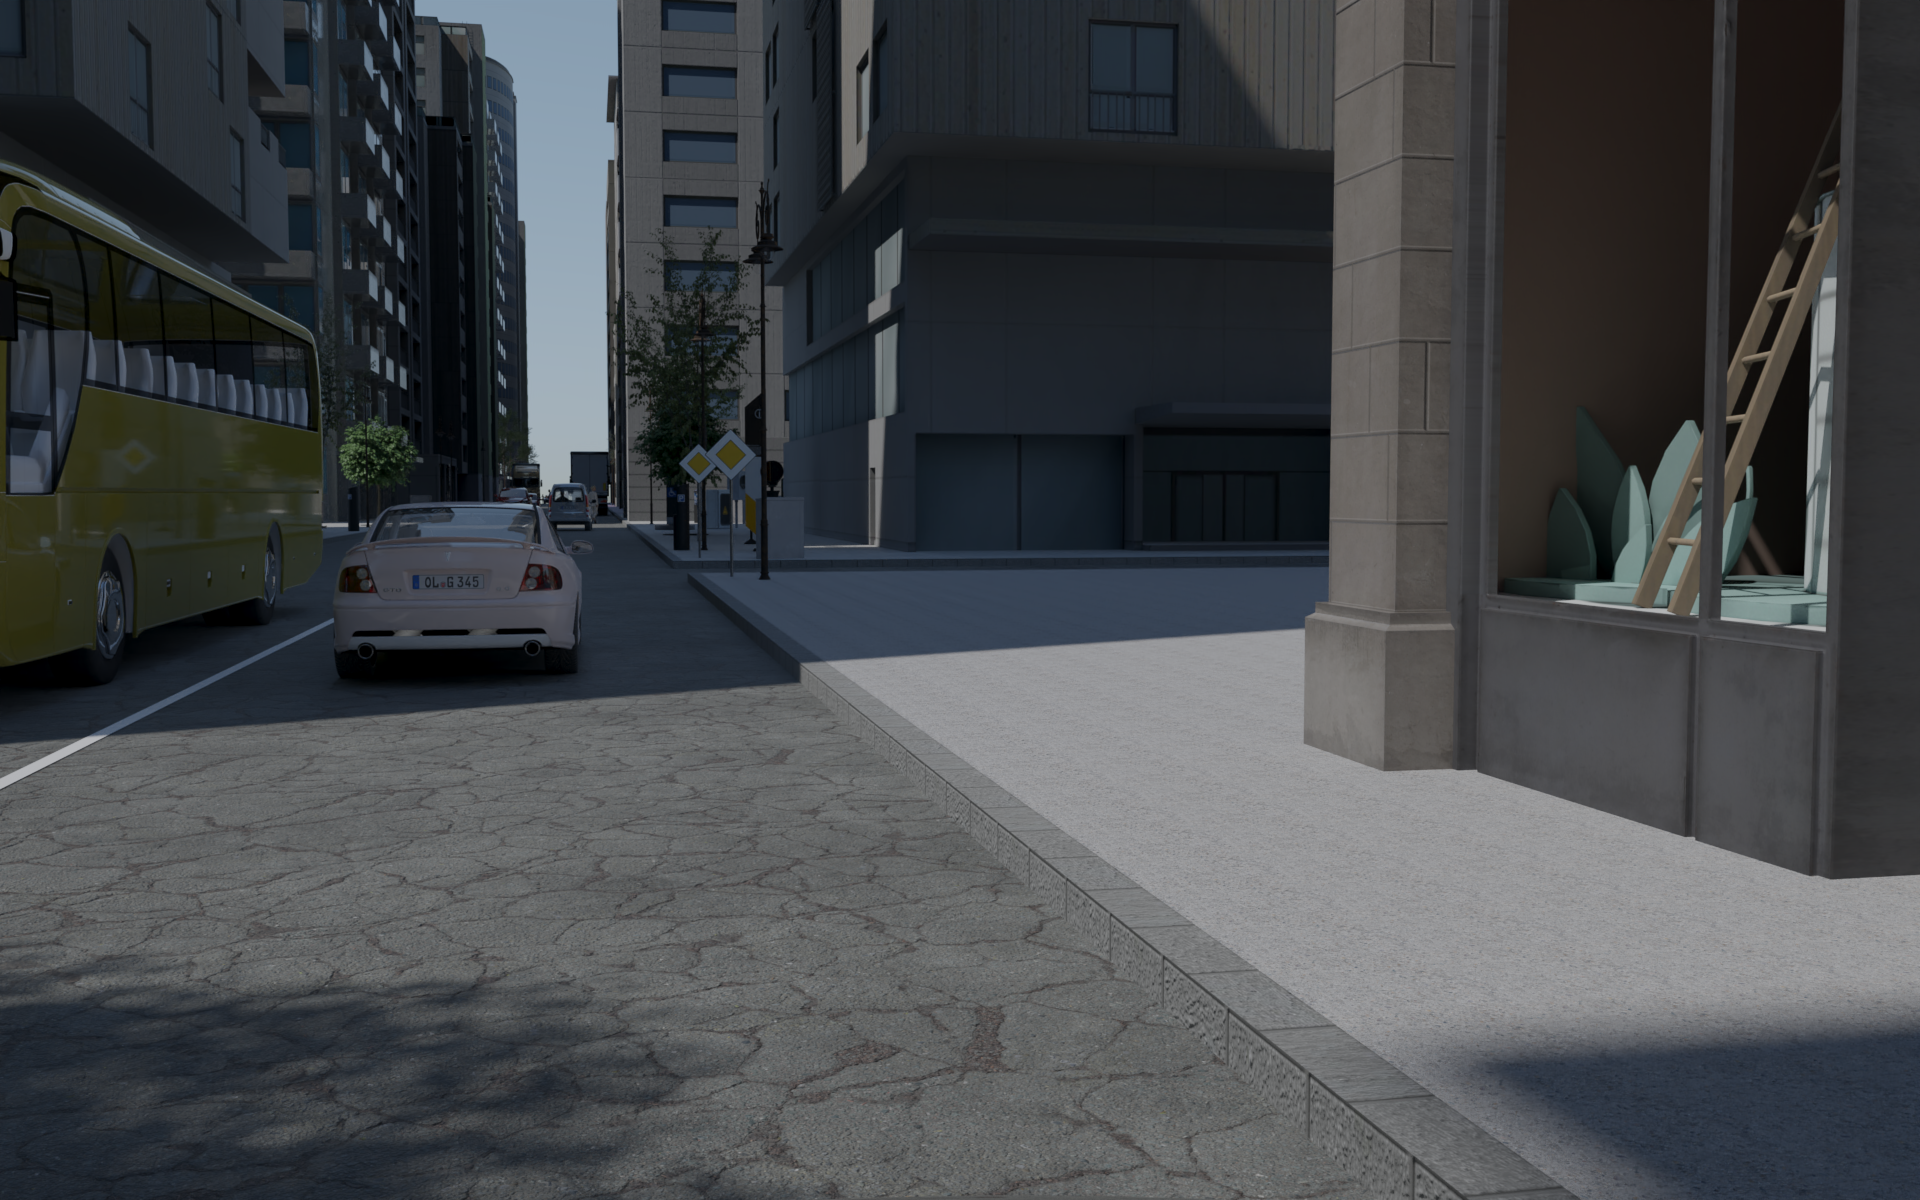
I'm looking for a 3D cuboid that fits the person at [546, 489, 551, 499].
[{"bbox_3d":[-35.799,-8.705,150.690,0.599,1.838,0.709,-2,4,-24],"label":"person"}]

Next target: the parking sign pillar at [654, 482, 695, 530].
[{"bbox_3d":[-10.256,-4.508,62.175,1.447,3.967,1.447,0,4,-1],"label":"parking sign pillar"}]

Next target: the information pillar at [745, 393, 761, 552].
[{"bbox_3d":[-4.538,-2.890,38.612,0.504,3.616,0.183,-1,4,-10],"label":"information pillar"}]

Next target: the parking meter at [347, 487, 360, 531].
[{"bbox_3d":[-20.885,-3.132,59.623,0.372,1.533,0.369,0,3,0],"label":"parking meter"}]

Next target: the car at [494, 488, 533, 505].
[{"bbox_3d":[-26.833,-5.843,104.208,2.281,1.827,5.304,-1,4,-12],"label":"car"}]

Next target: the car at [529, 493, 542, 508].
[{"bbox_3d":[-30.433,-6.893,121.740,2.155,1.783,4.494,-1,4,-11],"label":"car"}]

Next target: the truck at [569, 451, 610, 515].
[{"bbox_3d":[-25.412,-7.950,118.892,2.839,4.237,11.283,-1,4,-12],"label":"truck"}]

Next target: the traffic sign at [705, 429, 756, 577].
[{"bbox_3d":[-3.546,-1.418,26.827,0.795,2.450,0.064,-1,4,-12],"label":"traffic sign"}]

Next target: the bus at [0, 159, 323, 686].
[{"bbox_3d":[-8.195,-1.491,15.930,2.896,3.916,12.252,-1,4,-11],"label":"bus"}]

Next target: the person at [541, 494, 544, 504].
[{"bbox_3d":[-57.837,-13.983,240.337,0.599,1.433,0.991,3,5,43],"label":"person"}]

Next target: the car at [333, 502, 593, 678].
[{"bbox_3d":[-4.236,-0.161,15.000,2.083,1.381,4.827,-1,4,-12],"label":"car"}]

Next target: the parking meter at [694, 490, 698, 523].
[{"bbox_3d":[-11.589,-4.175,76.677,0.372,1.533,0.369,0,3,0],"label":"parking meter"}]

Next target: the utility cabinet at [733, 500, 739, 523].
[{"bbox_3d":[-9.843,-4.023,76.944,1.020,1.237,0.306,0,4,-4],"label":"utility cabinet"}]

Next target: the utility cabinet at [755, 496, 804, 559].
[{"bbox_3d":[-3.573,-1.420,34.371,1.020,1.237,0.306,-3,5,-45],"label":"utility cabinet"}]

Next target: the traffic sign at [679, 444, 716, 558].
[{"bbox_3d":[-5.217,-1.896,34.636,0.795,2.450,0.064,-1,4,-12],"label":"traffic sign"}]

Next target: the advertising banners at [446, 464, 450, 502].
[{"bbox_3d":[-28.767,-6.189,97.375,0.090,3.025,2.074,-1,4,-10],"label":"advertising banners"}]

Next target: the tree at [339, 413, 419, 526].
[{"bbox_3d":[-23.737,-5.316,70.629,4.285,4.588,4.351,0,3,0],"label":"tree"}]

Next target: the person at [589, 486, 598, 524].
[{"bbox_3d":[-17.695,-4.598,83.552,0.514,1.842,0.818,1,4,13],"label":"person"}]

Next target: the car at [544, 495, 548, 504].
[{"bbox_3d":[-61.053,-14.997,257.782,1.945,1.354,3.894,-1,4,-10],"label":"car"}]

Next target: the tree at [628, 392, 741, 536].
[{"bbox_3d":[-8.661,-4.307,54.134,4.285,4.588,4.351,0,3,0],"label":"tree"}]

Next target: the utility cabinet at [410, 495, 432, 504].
[{"bbox_3d":[-26.890,-4.602,86.411,1.020,1.237,0.306,0,4,6],"label":"utility cabinet"}]

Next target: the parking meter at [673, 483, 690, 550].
[{"bbox_3d":[-6.361,-1.904,39.540,0.372,1.533,0.369,0,3,0],"label":"parking meter"}]

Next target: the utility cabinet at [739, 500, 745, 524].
[{"bbox_3d":[-9.122,-3.867,74.383,0.306,1.237,1.020,0,4,4],"label":"utility cabinet"}]

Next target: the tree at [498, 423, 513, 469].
[{"bbox_3d":[-46.242,-13.471,170.615,4.737,8.622,4.395,0,3,0],"label":"tree"}]

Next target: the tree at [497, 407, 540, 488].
[{"bbox_3d":[-47.580,-15.143,181.992,8.767,10.594,7.601,3,5,42],"label":"tree"}]

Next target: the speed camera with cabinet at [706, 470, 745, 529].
[{"bbox_3d":[-8.615,-4.273,64.196,0.660,3.252,2.038,2,4,27],"label":"speed camera with cabinet"}]

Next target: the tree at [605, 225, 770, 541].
[{"bbox_3d":[-7.295,-5.894,46.722,4.737,8.622,4.395,0,3,0],"label":"tree"}]

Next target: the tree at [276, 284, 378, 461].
[{"bbox_3d":[-22.788,-6.789,61.364,4.360,8.622,3.978,0,3,0],"label":"tree"}]

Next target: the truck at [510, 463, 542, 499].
[{"bbox_3d":[-40.053,-10.468,160.068,2.839,4.237,11.283,-1,4,-14],"label":"truck"}]

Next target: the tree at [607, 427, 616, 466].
[{"bbox_3d":[-37.056,-14.718,190.993,4.360,8.622,3.978,0,3,0],"label":"tree"}]

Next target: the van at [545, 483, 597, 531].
[{"bbox_3d":[-15.446,-3.770,68.652,2.013,2.044,4.112,-1,4,-11],"label":"van"}]
